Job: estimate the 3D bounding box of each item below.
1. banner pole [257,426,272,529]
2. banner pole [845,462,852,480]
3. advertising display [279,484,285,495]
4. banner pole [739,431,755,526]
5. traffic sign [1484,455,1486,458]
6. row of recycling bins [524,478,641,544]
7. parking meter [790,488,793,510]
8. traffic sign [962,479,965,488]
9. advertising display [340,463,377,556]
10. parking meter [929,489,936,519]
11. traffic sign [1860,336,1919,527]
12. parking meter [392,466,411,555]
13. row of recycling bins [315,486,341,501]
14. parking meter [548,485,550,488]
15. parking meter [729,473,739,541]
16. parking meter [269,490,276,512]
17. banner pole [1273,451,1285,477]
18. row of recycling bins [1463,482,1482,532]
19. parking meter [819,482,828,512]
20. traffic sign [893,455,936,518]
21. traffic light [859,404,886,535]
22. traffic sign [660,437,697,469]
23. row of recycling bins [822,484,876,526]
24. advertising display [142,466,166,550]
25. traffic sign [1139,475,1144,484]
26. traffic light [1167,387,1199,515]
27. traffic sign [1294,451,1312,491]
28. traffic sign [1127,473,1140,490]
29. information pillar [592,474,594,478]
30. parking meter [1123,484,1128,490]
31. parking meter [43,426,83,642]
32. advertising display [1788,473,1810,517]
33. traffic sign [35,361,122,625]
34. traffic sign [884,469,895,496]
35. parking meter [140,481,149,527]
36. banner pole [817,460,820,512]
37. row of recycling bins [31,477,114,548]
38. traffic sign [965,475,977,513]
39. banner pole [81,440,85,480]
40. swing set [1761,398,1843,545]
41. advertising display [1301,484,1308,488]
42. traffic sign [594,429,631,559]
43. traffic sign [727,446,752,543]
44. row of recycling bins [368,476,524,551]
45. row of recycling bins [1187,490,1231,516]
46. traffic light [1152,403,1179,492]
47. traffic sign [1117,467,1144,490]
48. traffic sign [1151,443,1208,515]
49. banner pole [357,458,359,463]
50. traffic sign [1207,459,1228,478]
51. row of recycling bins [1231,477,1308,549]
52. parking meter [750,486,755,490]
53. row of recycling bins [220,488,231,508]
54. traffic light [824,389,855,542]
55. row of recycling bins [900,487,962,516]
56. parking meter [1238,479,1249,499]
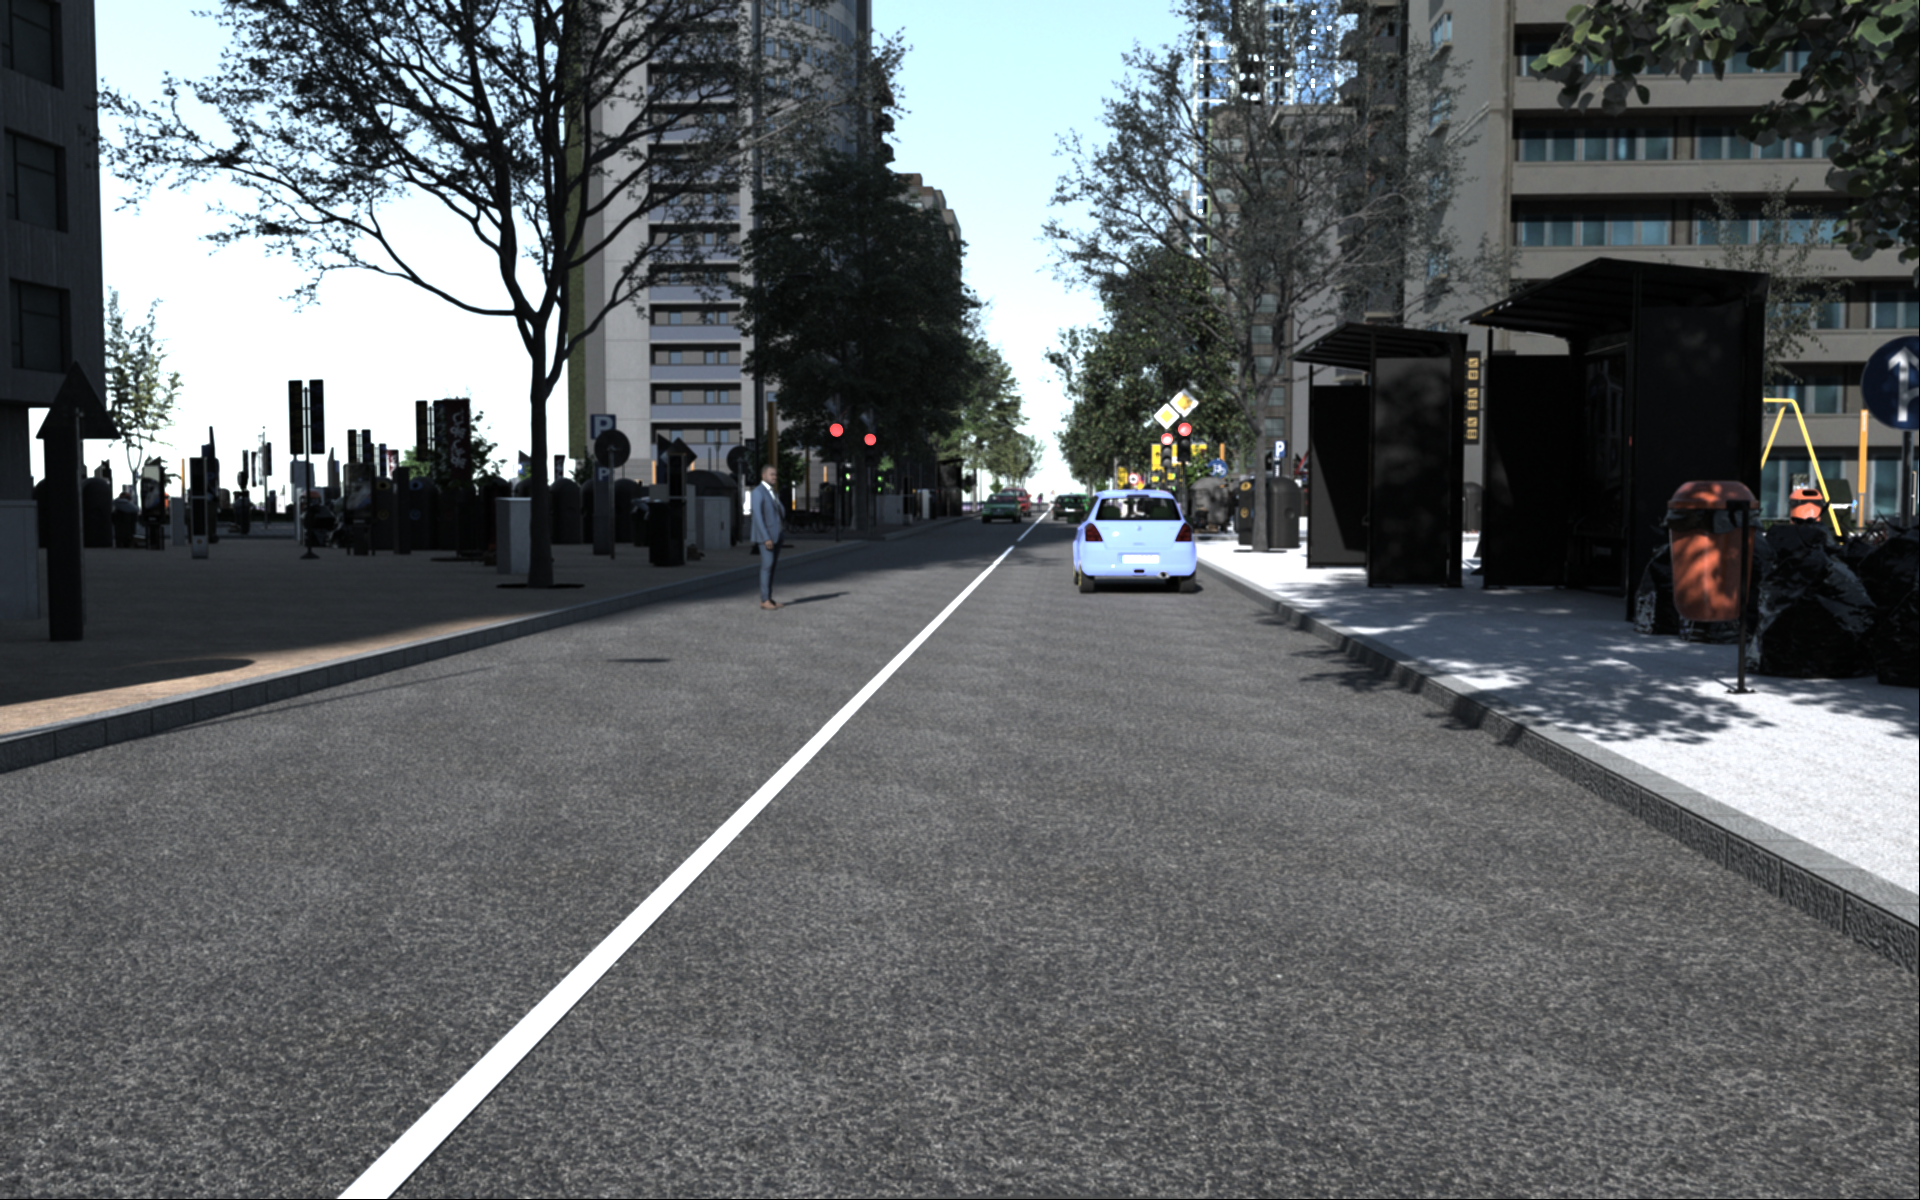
[{"bbox_3d":[-25.578,-4.496,63.519,0.401,3.779,0.863,-3,5,-43],"label":"banner pole"},{"bbox_3d":[-7.402,-7.804,117.606,0.863,3.779,0.401,-1,4,-23],"label":"banner pole"},{"bbox_3d":[-44.246,-6.595,113.041,0.123,1.923,0.974,-3,4,-37],"label":"advertising display"},{"bbox_3d":[-8.468,-4.815,68.742,0.863,3.779,0.401,1,4,15],"label":"banner pole"},{"bbox_3d":[8.230,-1.573,25.719,0.884,2.594,0.081,1,4,13],"label":"traffic sign"},{"bbox_3d":[-9.814,-2.305,44.793,3.534,1.692,1.069,-3,5,-43],"label":"row of recycling bins"},{"bbox_3d":[-12.060,-7.193,123.311,0.255,1.863,0.399,3,5,40],"label":"parking meter"},{"bbox_3d":[0.066,-7.244,120.560,0.606,2.300,0.079,0,4,4],"label":"traffic sign"},{"bbox_3d":[-12.549,-1.897,36.232,0.974,1.923,0.123,2,4,35],"label":"advertising display"},{"bbox_3d":[-1.384,-4.848,87.681,0.372,1.533,0.369,0,3,0],"label":"parking meter"},{"bbox_3d":[7.672,-0.852,14.040,0.768,2.556,0.104,1,4,10],"label":"traffic sign"},{"bbox_3d":[-11.890,-1.905,36.855,0.255,1.863,0.399,-3,5,-40],"label":"parking meter"},{"bbox_3d":[-46.649,-7.278,126.102,3.534,1.692,1.069,1,4,12],"label":"row of recycling bins"},{"bbox_3d":[-27.303,-6.660,114.598,0.255,1.863,0.399,-3,5,-41],"label":"parking meter"},{"bbox_3d":[-6.156,-2.539,47.222,0.255,1.863,0.399,0,4,0],"label":"parking meter"},{"bbox_3d":[-38.371,-5.399,96.680,0.372,1.533,0.369,0,3,0],"label":"parking meter"},{"bbox_3d":[16.468,-6.066,89.189,0.863,3.779,0.401,3,5,45],"label":"banner pole"},{"bbox_3d":[17.524,-3.281,60.765,1.069,1.692,3.534,0,4,-1],"label":"row of recycling bins"},{"bbox_3d":[-6.564,-4.757,83.483,0.399,1.863,0.255,-3,5,-42],"label":"parking meter"},{"bbox_3d":[-2.384,-5.948,91.129,2.265,3.308,0.079,0,4,5],"label":"traffic sign"},{"bbox_3d":[-2.762,-4.000,54.328,0.839,4.253,0.868,0,4,3],"label":"traffic light"},{"bbox_3d":[-5.723,-2.081,35.216,0.795,2.450,0.064,1,4,9],"label":"traffic sign"},{"bbox_3d":[-4.499,-3.872,70.424,1.069,1.692,3.534,-2,4,-32],"label":"row of recycling bins"},{"bbox_3d":[-18.485,-2.111,39.723,0.974,1.923,0.123,3,5,43],"label":"advertising display"},{"bbox_3d":[10.435,-5.930,97.055,0.768,2.556,0.104,0,4,5],"label":"traffic sign"},{"bbox_3d":[5.900,-3.480,45.821,0.839,4.253,0.868,0,4,3],"label":"traffic light"},{"bbox_3d":[9.382,-2.837,46.382,0.884,2.594,0.081,0,4,5],"label":"traffic sign"},{"bbox_3d":[10.337,-6.312,103.301,0.768,2.556,0.104,1,4,9],"label":"traffic sign"},{"bbox_3d":[-13.170,-3.580,63.020,0.304,2.012,0.304,1,4,21],"label":"information pillar"},{"bbox_3d":[10.017,-6.012,104.014,0.399,1.863,0.255,0,4,-2],"label":"parking meter"},{"bbox_3d":[-7.870,-0.581,15.204,0.255,1.863,0.399,-2,4,-25],"label":"parking meter"},{"bbox_3d":[26.104,-2.978,53.899,0.974,1.923,0.123,-2,4,-35],"label":"advertising display"},{"bbox_3d":[-8.601,-1.034,16.904,0.884,2.594,0.081,0,4,5],"label":"traffic sign"},{"bbox_3d":[-3.470,-5.318,87.059,0.768,2.556,0.104,0,4,8],"label":"traffic sign"},{"bbox_3d":[-31.970,-3.813,68.047,0.255,1.863,0.399,1,4,18],"label":"parking meter"},{"bbox_3d":[-10.168,-8.282,125.422,0.401,3.779,0.863,0,4,-5],"label":"banner pole"},{"bbox_3d":[-22.219,-2.115,41.697,3.534,1.692,1.069,0,4,-2],"label":"row of recycling bins"},{"bbox_3d":[0.720,-7.052,115.405,0.768,2.556,0.104,0,4,6],"label":"traffic sign"},{"bbox_3d":[-29.474,-4.131,57.556,0.401,3.779,0.863,2,4,34],"label":"banner pole"},{"bbox_3d":[12.438,-1.870,28.191,3.119,2.851,2.862,-1,4,-18],"label":"swing set"},{"bbox_3d":[22.867,-6.689,114.572,0.974,1.923,0.123,-1,4,-23],"label":"advertising display"},{"bbox_3d":[-6.831,-2.072,33.987,0.768,2.556,0.104,1,4,13],"label":"traffic sign"},{"bbox_3d":[-5.761,-2.774,45.465,0.768,2.556,0.104,1,4,9],"label":"traffic sign"},{"bbox_3d":[-11.972,-1.996,39.744,3.534,1.692,1.069,0,4,6],"label":"row of recycling bins"},{"bbox_3d":[15.177,-5.844,102.667,3.534,1.692,1.069,0,4,-6],"label":"row of recycling bins"},{"bbox_3d":[6.384,-3.968,53.791,0.839,4.253,0.868,0,4,3],"label":"traffic light"},{"bbox_3d":[12.789,-8.212,128.138,2.265,3.308,0.079,0,4,6],"label":"traffic sign"},{"bbox_3d":[8.829,-4.646,69.838,2.265,3.308,0.079,1,4,8],"label":"traffic sign"},{"bbox_3d":[-41.791,-8.006,120.908,0.401,3.779,0.863,2,4,34],"label":"banner pole"},{"bbox_3d":[9.256,-3.811,62.418,0.768,2.556,0.104,1,4,12],"label":"traffic sign"},{"bbox_3d":[7.543,-2.145,42.180,1.069,1.692,3.534,0,4,-2],"label":"row of recycling bins"},{"bbox_3d":[-15.397,-7.523,128.709,0.399,1.863,0.255,1,4,14],"label":"parking meter"},{"bbox_3d":[-51.022,-6.880,119.598,1.069,1.692,3.534,-2,4,-31],"label":"row of recycling bins"},{"bbox_3d":[-3.245,-3.513,46.358,0.839,4.253,0.868,0,4,3],"label":"traffic light"},{"bbox_3d":[-1.588,-5.753,101.179,3.534,1.692,1.069,1,4,10],"label":"row of recycling bins"},{"bbox_3d":[11.104,-3.796,67.768,0.399,1.863,0.255,0,4,-4],"label":"parking meter"}]
